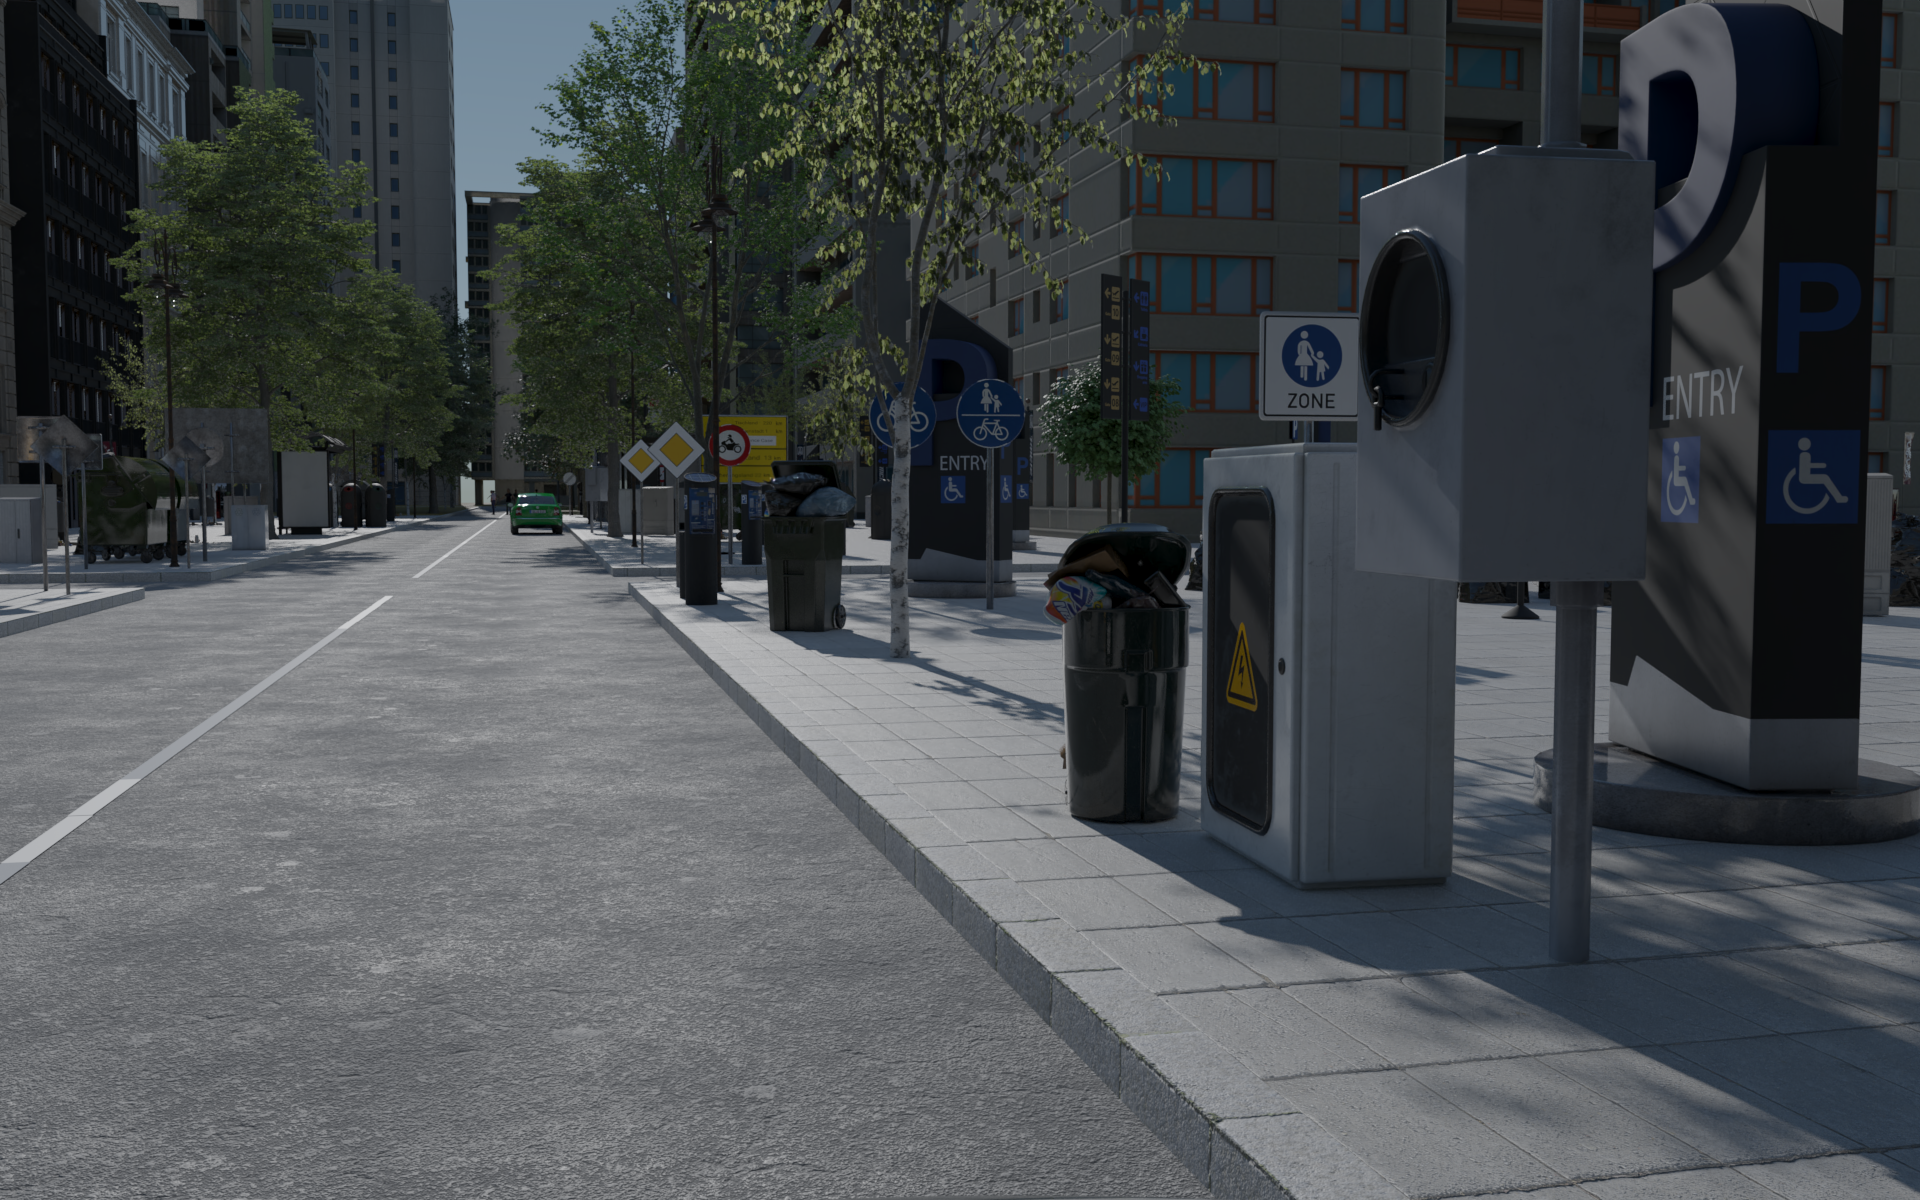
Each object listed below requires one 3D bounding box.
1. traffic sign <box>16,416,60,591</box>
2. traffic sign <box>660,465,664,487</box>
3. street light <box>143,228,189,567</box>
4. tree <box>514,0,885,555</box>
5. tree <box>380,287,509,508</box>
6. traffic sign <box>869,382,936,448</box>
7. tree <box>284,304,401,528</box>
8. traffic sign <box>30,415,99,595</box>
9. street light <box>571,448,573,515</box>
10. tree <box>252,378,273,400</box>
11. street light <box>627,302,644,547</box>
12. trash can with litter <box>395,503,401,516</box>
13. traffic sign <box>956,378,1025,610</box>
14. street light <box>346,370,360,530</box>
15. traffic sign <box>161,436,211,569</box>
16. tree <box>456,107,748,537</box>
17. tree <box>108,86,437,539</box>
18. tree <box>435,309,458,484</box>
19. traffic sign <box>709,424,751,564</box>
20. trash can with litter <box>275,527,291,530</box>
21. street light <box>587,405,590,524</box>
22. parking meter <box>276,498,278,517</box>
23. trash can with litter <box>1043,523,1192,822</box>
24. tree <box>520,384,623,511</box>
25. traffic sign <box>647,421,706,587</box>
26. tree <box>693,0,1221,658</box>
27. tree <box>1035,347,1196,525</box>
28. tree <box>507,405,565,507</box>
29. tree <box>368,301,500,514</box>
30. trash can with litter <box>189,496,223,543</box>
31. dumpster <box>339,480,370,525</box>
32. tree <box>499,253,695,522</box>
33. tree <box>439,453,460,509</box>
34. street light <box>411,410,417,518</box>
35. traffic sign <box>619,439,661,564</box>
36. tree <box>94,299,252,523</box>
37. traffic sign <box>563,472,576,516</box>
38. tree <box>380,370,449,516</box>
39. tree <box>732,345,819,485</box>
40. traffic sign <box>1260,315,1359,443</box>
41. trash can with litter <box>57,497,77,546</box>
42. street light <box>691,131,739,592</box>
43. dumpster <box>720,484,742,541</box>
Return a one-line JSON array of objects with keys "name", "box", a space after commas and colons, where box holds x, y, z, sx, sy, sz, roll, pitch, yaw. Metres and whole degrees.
[{"name": "traffic sign", "box": [-12.084, -1.266, 22.835, 0.606, 2.300, 0.079, -1, 4, -10]}, {"name": "traffic sign", "box": [-12.860, -4.572, 74.855, 0.768, 2.556, 0.104, 0, 4, -7]}, {"name": "street light", "box": [-13.845, -3.521, 30.349, 0.468, 5.910, 1.993, -1, 4, -14]}, {"name": "tree", "box": [-5.347, -6.764, 36.352, 9.928, 11.665, 9.643, 0, 3, 0]}, {"name": "tree", "box": [-48.219, -18.645, 160.733, 12.611, 20.169, 13.585, 0, 3, 0]}, {"name": "traffic sign", "box": [-0.655, -1.202, 19.751, 0.768, 2.556, 0.104, 0, 4, -5]}, {"name": "tree", "box": [-23.449, -7.014, 65.036, 4.737, 8.622, 4.395, 0, 3, 0]}, {"name": "traffic sign", "box": [-11.373, -1.125, 22.034, 0.795, 2.450, 0.064, -1, 4, -14]}, {"name": "street light", "box": [-23.391, -8.042, 104.279, 0.468, 5.910, 1.993, -1, 4, -14]}, {"name": "tree", "box": [-32.963, -7.727, 76.698, 4.360, 8.622, 3.978, 0, 3, 0]}, {"name": "street light", "box": [-7.883, -4.219, 41.768, 0.468, 5.910, 1.993, -1, 4, -14]}, {"name": "trash can with litter", "box": [-33.099, -5.437, 99.945, 2.233, 1.210, 1.678, 1, 4, 15]}, {"name": "traffic sign", "box": [0.334, -1.167, 19.190, 0.768, 2.556, 0.104, 0, 4, -8]}, {"name": "street light", "box": [-21.567, -5.435, 61.642, 0.468, 5.910, 1.993, -1, 4, -14]}, {"name": "traffic sign", "box": [-13.287, -1.599, 29.788, 0.795, 2.450, 0.064, -1, 4, -14]}, {"name": "tree", "box": [-10.173, -8.127, 50.996, 7.486, 12.596, 7.792, 0, 3, 0]}, {"name": "tree", "box": [-19.484, -7.968, 48.407, 7.486, 12.596, 7.792, 0, 3, 0]}, {"name": "tree", "box": [-28.673, -10.339, 87.170, 7.486, 12.596, 7.792, 0, 3, 0]}, {"name": "traffic sign", "box": [-4.202, -1.930, 31.658, 0.768, 2.556, 0.104, -1, 4, -10]}, {"name": "trash can with litter", "box": [-24.393, -3.166, 62.826, 2.233, 1.210, 1.678, -3, 5, -43]}, {"name": "street light", "box": [-15.659, -6.130, 73.014, 0.468, 5.910, 1.993, -1, 4, -14]}, {"name": "parking meter", "box": [-38.038, -5.410, 96.866, 0.372, 1.533, 0.369, 0, 3, 0]}, {"name": "trash can with litter", "box": [0.583, 0.261, 7.123, 0.624, 1.170, 1.055, 0, 4, -6]}, {"name": "tree", "box": [-28.916, -13.789, 132.110, 9.857, 13.997, 8.962, 0, 3, 0]}, {"name": "traffic sign", "box": [-3.898, -1.236, 23.851, 0.795, 2.450, 0.064, -1, 4, -14]}, {"name": "tree", "box": [-0.310, -3.864, 13.531, 4.360, 8.622, 3.978, 0, 3, 0]}, {"name": "tree", "box": [3.287, -3.254, 36.918, 4.285, 4.588, 4.351, 0, 3, 0]}, {"name": "tree", "box": [-40.963, -16.250, 176.057, 12.009, 13.543, 11.850, 0, 3, 0]}, {"name": "tree", "box": [-34.708, -12.677, 113.928, 9.857, 13.997, 8.962, 0, 3, 0]}, {"name": "trash can with litter", "box": [-20.501, -2.118, 45.680, 1.678, 1.210, 2.233, -2, 4, -32]}, {"name": "dumpster", "box": [-24.419, -3.933, 70.070, 1.264, 1.857, 1.865, -1, 4, -14]}, {"name": "tree", "box": [-16.339, -9.962, 79.886, 9.611, 12.733, 9.660, 0, 3, 0]}, {"name": "tree", "box": [-43.042, -11.856, 144.210, 4.737, 8.622, 4.395, 0, 3, 0]}, {"name": "street light", "box": [-29.420, -7.371, 93.303, 0.468, 5.910, 1.993, -1, 4, -14]}, {"name": "traffic sign", "box": [-5.811, -1.710, 31.605, 0.795, 2.450, 0.064, -1, 4, -14]}, {"name": "tree", "box": [-28.082, -6.805, 61.627, 4.360, 8.622, 3.978, 0, 3, 0]}, {"name": "traffic sign", "box": [-22.951, -6.223, 101.856, 0.768, 2.556, 0.104, 0, 4, -7]}, {"name": "tree", "box": [-32.595, -9.321, 102.766, 4.360, 8.622, 3.978, 0, 3, 0]}, {"name": "tree", "box": [-9.024, -8.225, 84.845, 4.737, 8.622, 4.395, 0, 3, 0]}, {"name": "traffic sign", "box": [1.972, -0.471, 9.830, 0.606, 2.300, 0.079, -1, 4, -11]}, {"name": "trash can with litter", "box": [-22.587, -1.923, 42.505, 1.678, 1.210, 2.233, 1, 4, 16]}, {"name": "street light", "box": [-3.184, -3.044, 22.551, 0.468, 5.910, 1.993, -1, 4, -14]}, {"name": "dumpster", "box": [-6.293, -2.703, 46.682, 1.502, 2.255, 1.985, -1, 4, -14]}]
